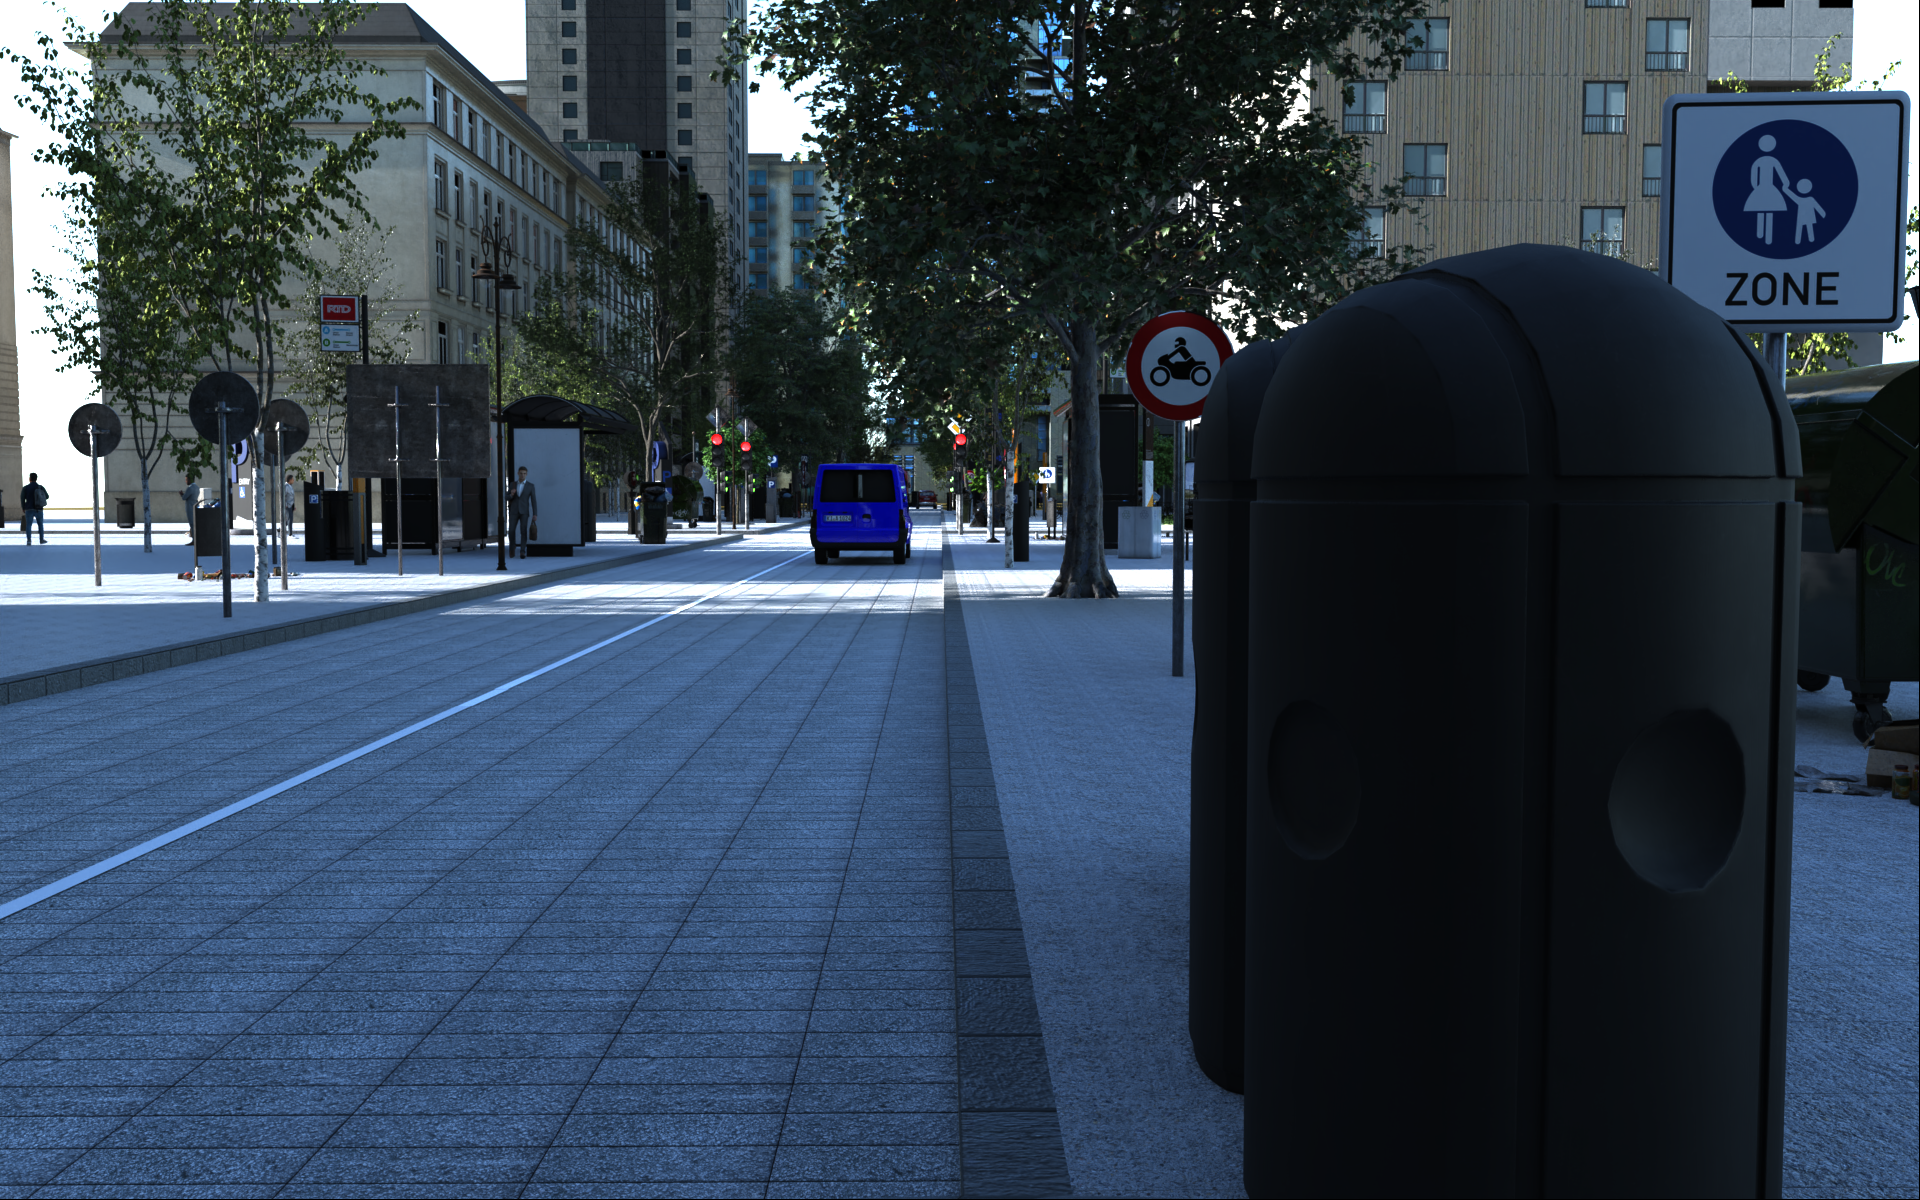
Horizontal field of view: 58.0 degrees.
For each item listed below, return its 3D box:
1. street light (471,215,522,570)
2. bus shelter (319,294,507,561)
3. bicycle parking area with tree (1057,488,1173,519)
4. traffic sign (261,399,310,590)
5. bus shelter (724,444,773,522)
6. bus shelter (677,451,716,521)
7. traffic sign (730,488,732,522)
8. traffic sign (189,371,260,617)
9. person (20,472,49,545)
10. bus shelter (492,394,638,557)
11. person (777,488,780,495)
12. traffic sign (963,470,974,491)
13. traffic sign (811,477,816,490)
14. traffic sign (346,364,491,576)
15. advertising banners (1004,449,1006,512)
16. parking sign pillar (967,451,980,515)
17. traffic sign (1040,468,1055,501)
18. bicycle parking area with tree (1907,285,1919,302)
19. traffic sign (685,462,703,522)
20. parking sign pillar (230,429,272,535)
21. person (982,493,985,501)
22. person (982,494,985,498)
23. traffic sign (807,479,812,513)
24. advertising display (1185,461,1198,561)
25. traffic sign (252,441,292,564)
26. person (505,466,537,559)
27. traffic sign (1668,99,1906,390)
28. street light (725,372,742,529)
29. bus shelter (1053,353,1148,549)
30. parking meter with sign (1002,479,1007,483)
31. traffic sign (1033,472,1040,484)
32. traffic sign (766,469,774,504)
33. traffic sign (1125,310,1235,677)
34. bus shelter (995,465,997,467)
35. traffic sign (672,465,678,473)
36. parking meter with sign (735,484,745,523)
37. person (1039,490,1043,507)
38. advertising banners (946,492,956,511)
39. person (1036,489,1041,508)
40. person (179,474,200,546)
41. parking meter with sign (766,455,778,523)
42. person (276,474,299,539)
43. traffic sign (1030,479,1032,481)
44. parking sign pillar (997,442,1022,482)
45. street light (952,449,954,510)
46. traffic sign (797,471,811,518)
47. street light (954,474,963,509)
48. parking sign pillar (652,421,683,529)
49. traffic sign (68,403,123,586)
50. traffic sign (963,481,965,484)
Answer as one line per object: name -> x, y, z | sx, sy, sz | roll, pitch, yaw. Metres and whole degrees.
street light -> -7.730, -3.440, 29.039 | 0.468, 5.910, 1.993 | 0, 4, -1
bus shelter -> -11.807, -3.669, 37.620 | 2.179, 5.291, 8.768 | 0, 4, -1
bicycle parking area with tree -> 8.998, -6.381, 91.330 | 8.231, 4.147, 9.016 | -3, 5, -40
traffic sign -> -9.050, -1.408, 23.130 | 0.768, 2.556, 0.104 | 0, 4, 5
bus shelter -> -10.172, -5.651, 83.677 | 1.731, 3.624, 6.357 | 0, 4, -1
bus shelter -> -12.314, -5.521, 84.197 | 2.014, 3.302, 5.546 | 0, 4, -1
traffic sign -> -10.544, -4.861, 79.575 | 0.768, 2.556, 0.104 | 0, 4, 2
traffic sign -> -7.630, -1.092, 17.966 | 0.768, 2.556, 0.104 | 0, 4, 5
person -> -23.141, -2.273, 43.198 | 0.794, 1.824, 0.713 | -1, 4, -8
bus shelter -> -8.507, -2.690, 37.900 | 2.014, 3.302, 5.546 | 0, 4, -1
person -> -17.399, -9.829, 166.734 | 0.705, 1.826, 1.348 | -3, 4, -39
traffic sign -> 0.528, -5.642, 92.354 | 0.768, 2.556, 0.104 | 0, 4, 8
traffic sign -> -10.711, -7.817, 127.917 | 0.768, 2.556, 0.104 | 0, 4, 5
traffic sign -> -8.477, -2.034, 27.135 | 2.265, 3.308, 0.079 | 0, 4, 2
advertising banners -> 1.702, -4.090, 63.052 | 0.090, 3.025, 2.074 | 0, 4, -3
parking sign pillar -> 0.803, -7.312, 108.023 | 1.447, 3.967, 1.447 | -2, 4, -26
traffic sign -> 3.353, -3.933, 66.435 | 0.606, 2.300, 0.079 | 0, 4, 5
bicycle parking area with tree -> 14.504, -2.115, 21.587 | 9.016, 4.147, 8.231 | -1, 4, -12
traffic sign -> -10.522, -4.177, 68.406 | 0.768, 2.556, 0.104 | 0, 4, 5
parking sign pillar -> -22.328, -4.026, 54.298 | 1.447, 3.967, 1.447 | 3, 5, 42
person -> 2.497, -10.972, 186.228 | 0.721, 1.735, 1.217 | -1, 4, -13
person -> 2.519, -8.794, 150.644 | 1.217, 1.723, 0.721 | -1, 4, -17
traffic sign -> -10.086, -6.859, 114.266 | 0.606, 2.300, 0.079 | 0, 4, 4
advertising display -> 4.655, -1.703, 33.057 | 0.123, 1.923, 0.974 | -3, 5, -40
traffic sign -> -12.557, -1.930, 31.663 | 0.768, 2.556, 0.104 | 0, 4, 0
person -> -8.748, -1.744, 34.516 | 0.622, 1.834, 0.822 | -1, 4, -16
traffic sign -> 2.106, -0.146, 4.511 | 0.606, 2.300, 0.079 | 0, 4, 4
street light -> -8.186, -5.495, 62.627 | 0.468, 5.910, 1.993 | 0, 4, -1
bus shelter -> 3.369, -3.848, 40.539 | 2.179, 5.291, 8.768 | 0, 4, -1
parking meter with sign -> 2.416, -5.601, 87.839 | 1.738, 3.016, 0.543 | -1, 4, -12
traffic sign -> 4.071, -5.688, 92.734 | 0.795, 2.593, 0.064 | 0, 4, 7
traffic sign -> -9.827, -5.387, 88.190 | 0.768, 2.556, 0.104 | 0, 4, 6
traffic sign -> 1.535, -0.735, 12.127 | 0.768, 2.556, 0.104 | 0, 4, 5
bus shelter -> 3.828, -8.687, 133.316 | 1.731, 3.624, 6.357 | 0, 4, -1
traffic sign -> -12.699, -4.635, 75.886 | 0.768, 2.556, 0.104 | 0, 3, 0
parking meter with sign -> -9.733, -4.920, 76.695 | 0.543, 3.016, 1.738 | 0, 4, -7
person -> 8.011, -9.912, 169.044 | 0.436, 1.711, 0.756 | -3, 5, -44
advertising banners -> -0.143, -8.339, 132.529 | 2.074, 3.025, 0.090 | -2, 4, -26
person -> 7.012, -9.269, 157.601 | 0.705, 1.823, 1.348 | 3, 5, 43
person -> -19.244, -2.266, 43.275 | 0.466, 1.800, 0.511 | -1, 4, -15
parking meter with sign -> -8.406, -4.944, 77.089 | 0.543, 3.016, 1.738 | 0, 4, -3
person -> -19.377, -2.683, 49.763 | 0.795, 1.843, 0.661 | 0, 4, 3
traffic sign -> 4.675, -6.794, 111.194 | 0.768, 2.556, 0.104 | 0, 4, 5
parking sign pillar -> 2.551, -6.198, 89.803 | 1.447, 3.967, 1.447 | 0, 4, 4
street light -> -0.459, -10.021, 136.636 | 0.468, 5.910, 1.993 | 0, 4, -1
traffic sign -> -8.554, -5.788, 94.742 | 0.768, 2.556, 0.104 | 0, 4, 3
street light -> 0.091, -7.043, 87.945 | 0.468, 5.910, 1.993 | 0, 4, -1
parking sign pillar -> -10.885, -4.575, 63.271 | 1.447, 3.967, 1.447 | -2, 4, -25
traffic sign -> -12.052, -1.470, 24.146 | 0.768, 2.556, 0.104 | 0, 4, 2
traffic sign -> 0.477, -6.248, 102.253 | 0.768, 2.556, 0.104 | 0, 4, 4
